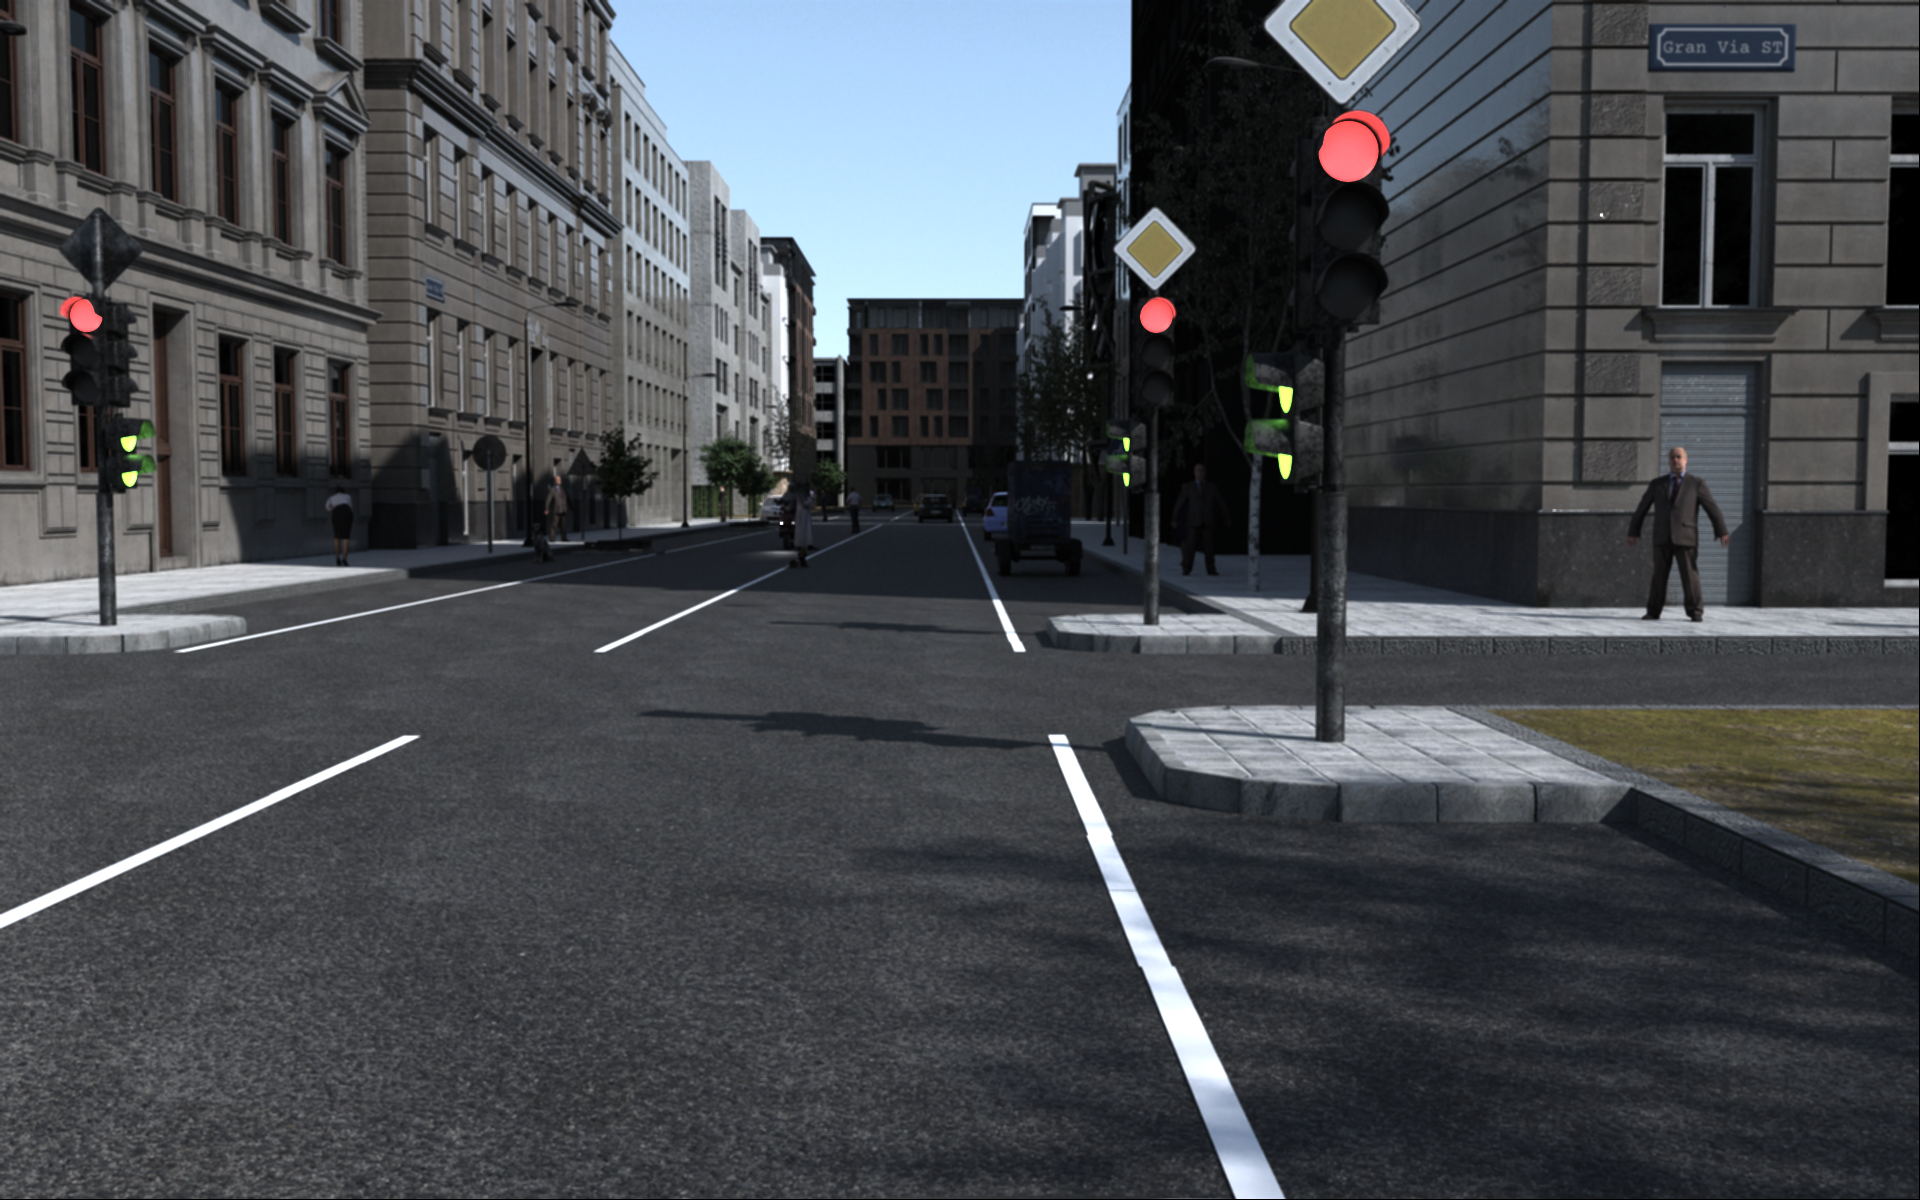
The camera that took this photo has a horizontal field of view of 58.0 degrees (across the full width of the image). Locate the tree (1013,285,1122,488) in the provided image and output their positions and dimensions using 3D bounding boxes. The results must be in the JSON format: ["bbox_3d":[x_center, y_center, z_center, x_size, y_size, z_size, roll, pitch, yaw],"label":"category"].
[{"bbox_3d":[3.739,-6.821,61.878,4.737,8.622,4.395,0,3,0],"label":"tree"}]

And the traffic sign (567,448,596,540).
[{"bbox_3d":[-10.559,-2.962,48.427,0.884,2.594,0.081,0,4,4],"label":"traffic sign"}]

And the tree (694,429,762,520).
[{"bbox_3d":[-11.657,-6.337,87.329,4.285,4.588,4.351,0,3,0],"label":"tree"}]

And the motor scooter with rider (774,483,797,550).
[{"bbox_3d":[-4.502,-2.238,45.560,0.876,1.779,1.986,0,4,0],"label":"motor scooter with rider"}]

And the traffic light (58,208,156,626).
[{"bbox_3d":[-8.303,-1.685,16.802,0.839,4.213,0.868,0,4,0],"label":"traffic light"}]

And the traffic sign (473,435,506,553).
[{"bbox_3d":[-10.224,-2.294,37.620,0.768,2.556,0.104,1,4,9],"label":"traffic sign"}]

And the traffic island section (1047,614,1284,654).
[{"bbox_3d":[1.898,0.323,16.992,2.009,0.180,2.903,0,4,0],"label":"traffic island section"}]

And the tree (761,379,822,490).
[{"bbox_3d":[-10.900,-9.783,110.317,4.360,8.622,3.978,0,3,0],"label":"tree"}]

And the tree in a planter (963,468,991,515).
[{"bbox_3d":[1.284,-7.431,118.715,1.991,3.239,1.994,0,4,0],"label":"tree in a planter"}]

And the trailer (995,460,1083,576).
[{"bbox_3d":[1.370,-1.487,31.368,1.471,1.999,3.904,0,4,-1],"label":"trailer"}]

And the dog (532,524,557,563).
[{"bbox_3d":[-8.615,-1.186,36.226,0.800,0.831,0.513,-2,4,-29],"label":"dog"}]

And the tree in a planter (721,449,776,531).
[{"bbox_3d":[-8.331,-4.356,68.435,1.991,3.239,1.994,0,4,0],"label":"tree in a planter"}]

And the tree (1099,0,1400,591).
[{"bbox_3d":[3.878,-4.436,22.894,4.360,8.622,3.978,0,3,0],"label":"tree"}]

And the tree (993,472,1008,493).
[{"bbox_3d":[3.640,-9.598,151.535,1.663,3.219,1.824,0,3,0],"label":"tree"}]

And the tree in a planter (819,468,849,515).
[{"bbox_3d":[-8.629,-7.427,118.647,1.991,3.239,1.994,0,4,0],"label":"tree in a planter"}]

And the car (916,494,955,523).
[{"bbox_3d":[-1.226,-4.705,86.719,2.009,1.686,4.222,0,4,-1],"label":"car"}]

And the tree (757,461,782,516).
[{"bbox_3d":[-11.404,-6.476,100.482,1.663,3.219,1.824,0,3,0],"label":"tree"}]

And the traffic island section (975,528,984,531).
[{"bbox_3d":[1.585,-2.810,68.804,1.991,0.108,1.994,0,4,0],"label":"traffic island section"}]

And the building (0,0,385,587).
[{"bbox_3d":[-18.171,-11.760,28.434,11.583,22.565,21.152,0,4,0],"label":"building"}]

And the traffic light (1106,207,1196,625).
[{"bbox_3d":[1.858,-1.690,16.879,0.839,4.213,0.868,0,4,0],"label":"traffic light"}]

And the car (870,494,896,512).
[{"bbox_3d":[-6.294,-8.000,142.590,2.131,1.459,4.920,0,4,-1],"label":"car"}]

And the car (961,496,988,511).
[{"bbox_3d":[1.081,-7.342,130.257,2.015,1.641,3.980,0,4,-1],"label":"car"}]

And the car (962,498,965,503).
[{"bbox_3d":[1.105,-7.884,138.487,1.945,1.707,3.694,0,4,1],"label":"car"}]

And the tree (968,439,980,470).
[{"bbox_3d":[2.941,-13.353,168.680,4.360,8.622,3.978,0,3,0],"label":"tree"}]

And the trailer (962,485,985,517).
[{"bbox_3d":[0.885,-6.269,109.544,1.471,1.999,3.904,0,4,-1],"label":"trailer"}]

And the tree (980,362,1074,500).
[{"bbox_3d":[4.043,-8.925,96.284,4.360,8.622,3.978,0,3,0],"label":"tree"}]

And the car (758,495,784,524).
[{"bbox_3d":[-8.540,-4.299,82.656,2.083,1.381,4.827,0,4,-2],"label":"car"}]

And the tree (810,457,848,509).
[{"bbox_3d":[-11.495,-10.254,151.361,4.285,4.588,4.351,0,3,0],"label":"tree"}]

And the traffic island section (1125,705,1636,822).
[{"bbox_3d":[1.946,0.812,9.007,2.009,0.180,2.903,0,4,0],"label":"traffic island section"}]

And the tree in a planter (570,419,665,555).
[{"bbox_3d":[-8.159,-2.708,41.492,1.991,3.239,1.994,0,4,0],"label":"tree in a planter"}]

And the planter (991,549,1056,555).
[{"bbox_3d":[1.746,-1.255,41.660,1.991,0.319,1.994,0,4,0],"label":"planter"}]

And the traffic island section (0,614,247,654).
[{"bbox_3d":[-8.343,0.327,16.936,2.009,0.180,2.903,0,4,0],"label":"traffic island section"}]

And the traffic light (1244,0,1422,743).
[{"bbox_3d":[1.906,-1.202,8.894,0.839,4.213,0.868,0,4,0],"label":"traffic light"}]

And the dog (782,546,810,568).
[{"bbox_3d":[-3.216,-0.830,33.760,0.748,0.427,0.550,-2,4,-25],"label":"dog"}]

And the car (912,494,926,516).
[{"bbox_3d":[-2.218,-6.522,116.858,2.015,1.641,3.980,0,4,0],"label":"car"}]

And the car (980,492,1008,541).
[{"bbox_3d":[1.600,-2.751,54.565,1.945,1.707,3.694,0,4,1],"label":"car"}]

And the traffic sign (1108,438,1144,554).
[{"bbox_3d":[3.516,-2.241,36.739,0.768,2.556,0.104,0,4,2],"label":"traffic sign"}]
